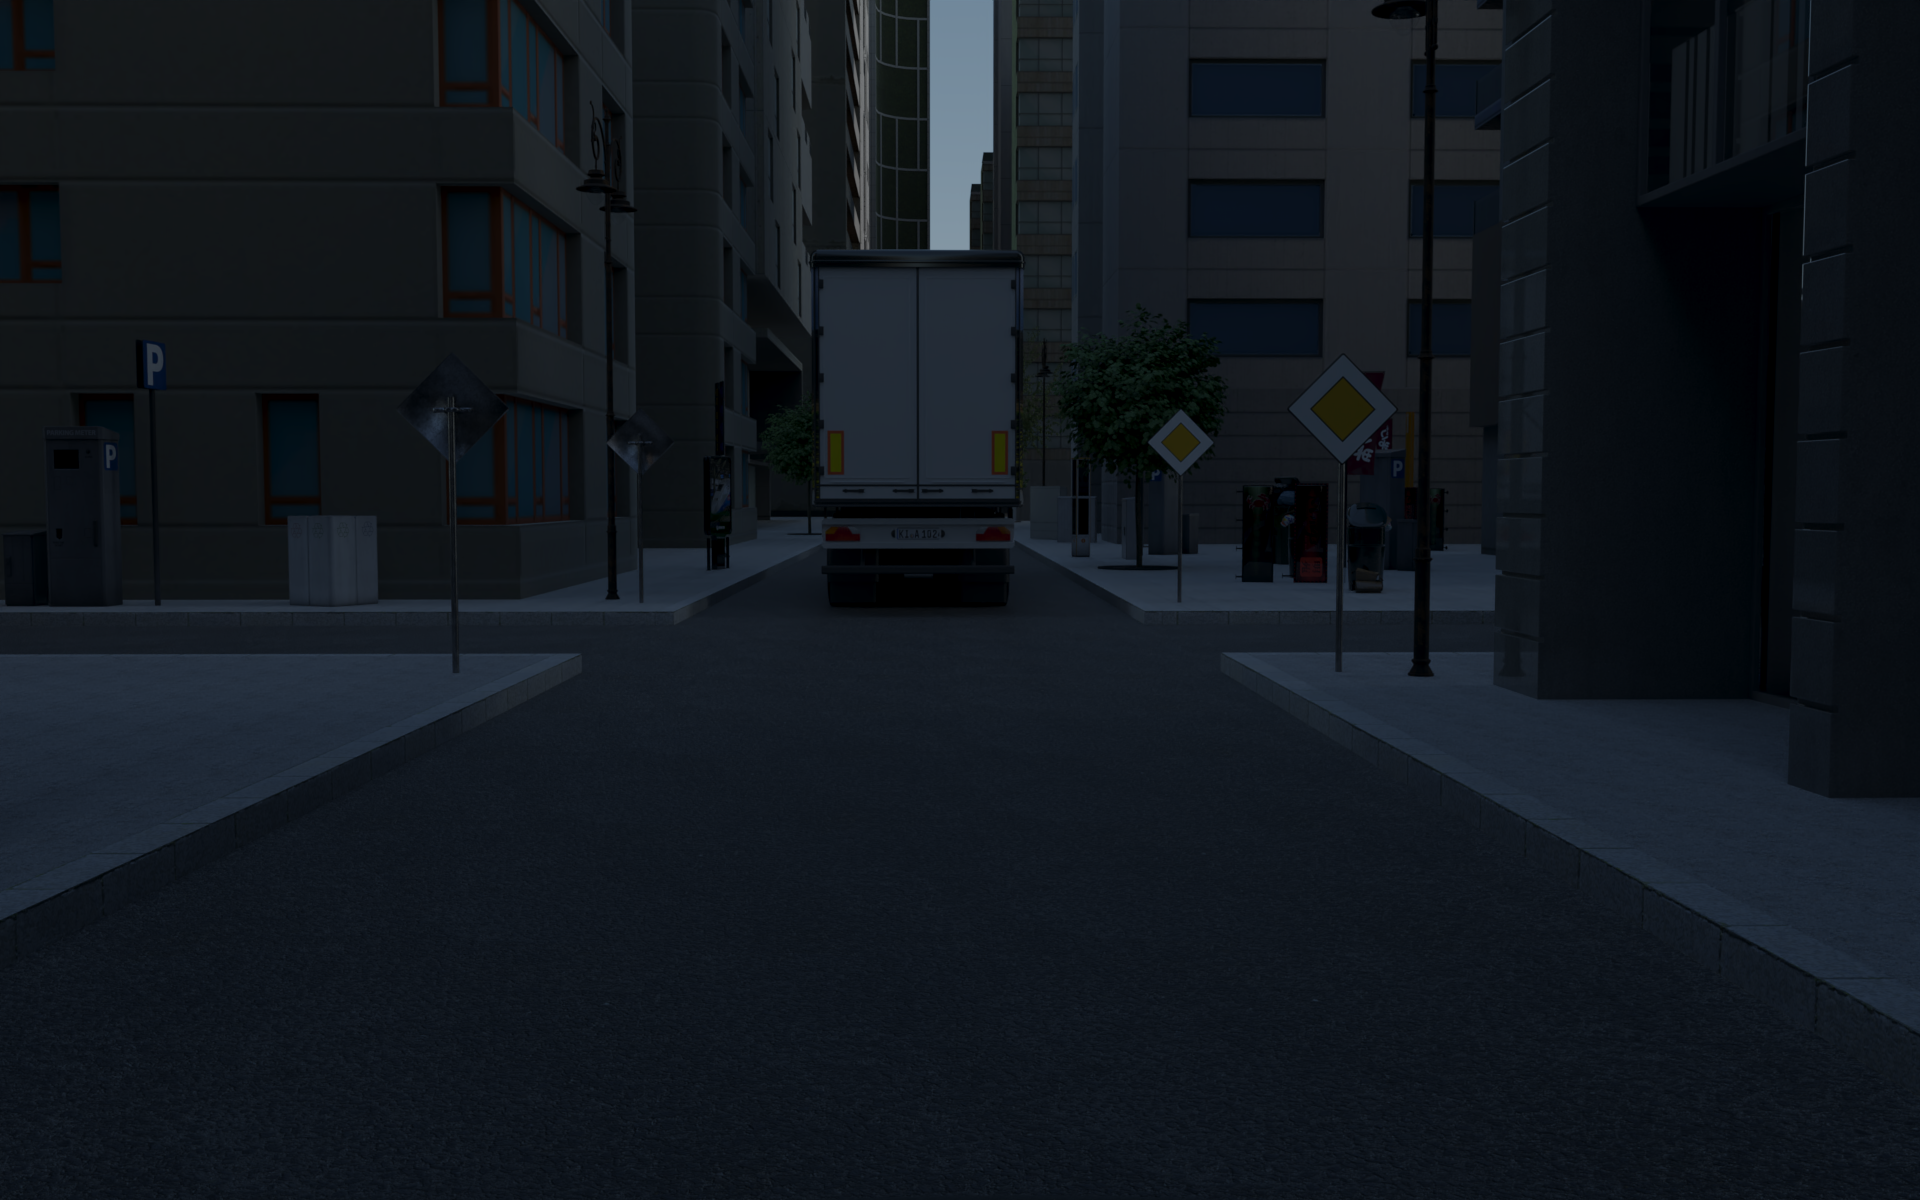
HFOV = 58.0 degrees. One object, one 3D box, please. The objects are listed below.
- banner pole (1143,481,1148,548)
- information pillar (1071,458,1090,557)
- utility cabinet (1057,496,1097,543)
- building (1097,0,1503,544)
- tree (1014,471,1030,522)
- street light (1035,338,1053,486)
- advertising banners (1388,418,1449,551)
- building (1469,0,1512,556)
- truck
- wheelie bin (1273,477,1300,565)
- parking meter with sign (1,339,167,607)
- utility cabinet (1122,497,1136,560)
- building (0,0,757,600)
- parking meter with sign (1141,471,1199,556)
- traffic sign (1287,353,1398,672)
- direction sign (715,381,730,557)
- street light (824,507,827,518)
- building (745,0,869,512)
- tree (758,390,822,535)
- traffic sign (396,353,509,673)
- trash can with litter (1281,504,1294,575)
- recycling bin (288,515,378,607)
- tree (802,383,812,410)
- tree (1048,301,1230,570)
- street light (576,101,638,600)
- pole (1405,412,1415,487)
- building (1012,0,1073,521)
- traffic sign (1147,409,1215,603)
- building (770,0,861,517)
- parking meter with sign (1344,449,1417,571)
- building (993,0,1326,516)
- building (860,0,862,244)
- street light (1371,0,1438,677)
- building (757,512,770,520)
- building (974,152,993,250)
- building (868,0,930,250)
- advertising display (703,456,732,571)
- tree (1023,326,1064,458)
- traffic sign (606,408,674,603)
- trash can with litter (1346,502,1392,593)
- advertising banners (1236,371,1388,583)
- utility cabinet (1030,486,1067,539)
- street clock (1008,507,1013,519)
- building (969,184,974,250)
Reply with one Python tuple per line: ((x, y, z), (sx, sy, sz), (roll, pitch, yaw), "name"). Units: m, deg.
((4.549, -3.168, 41.811), (0.401, 3.779, 0.863), (3, 5, 43), "banner pole")
((2.459, -1.879, 35.209), (0.304, 2.012, 0.304), (-1, 4, -16), "information pillar")
((3.097, -2.118, 45.793), (1.020, 1.237, 0.306), (1, 4, 15), "utility cabinet")
((14.256, -31.475, 56.619), (21.231, 58.520, 28.212), (0, 4, -1), "building")
((2.283, -5.132, 78.506), (1.663, 3.219, 1.824), (0, 3, 0), "tree")
((2.493, -4.813, 51.478), (0.468, 5.910, 1.993), (0, 4, -1), "street light")
((10.277, -2.653, 39.565), (0.090, 3.025, 2.074), (-3, 4, -37), "advertising banners")
((17.977, -23.157, 28.734), (14.200, 45.320, 14.600), (0, 4, -1), "building")
((-0.604, -2.237, 25.494), (2.839, 4.237, 11.283), (0, 4, -1), "truck")
((5.966, -1.451, 31.639), (0.693, 1.594, 0.980), (-2, 4, -28), "wheelie bin")
((-10.048, -1.441, 19.828), (1.738, 3.016, 0.543), (0, 4, 0), "parking meter with sign")
((3.378, -1.416, 34.307), (0.306, 1.237, 1.020), (0, 4, 1), "utility cabinet")
((-19.417, -11.594, 34.594), (27.650, 21.520, 28.899), (0, 4, -1), "building")
((4.368, -2.466, 36.587), (1.738, 3.016, 0.543), (-3, 5, -45), "parking meter with sign")
((2.732, -0.538, 12.446), (0.795, 2.450, 0.064), (0, 4, -1), "traffic sign")
((-4.865, -2.637, 35.107), (0.379, 3.537, 0.876), (-1, 4, -18), "direction sign")
((-4.939, -5.546, 63.473), (0.468, 5.910, 1.993), (0, 4, -1), "street light")
((-21.589, -34.635, 155.519), (27.495, 52.752, 28.713), (0, 4, -1), "building")
((-4.680, -4.345, 54.749), (4.285, 4.588, 4.351), (0, 3, 0), "tree")
((-3.612, -0.533, 12.358), (0.795, 2.450, 0.064), (0, 4, -1), "traffic sign")
((5.282, -0.944, 26.818), (0.624, 1.170, 1.055), (1, 4, 10), "trash can with litter")
((-7.272, -0.461, 20.098), (0.722, 1.027, 0.722), (2, 4, 27), "recycling bin")
((-6.203, -8.492, 89.203), (4.360, 8.622, 3.978), (0, 3, 0), "tree")
((3.137, -2.815, 29.733), (4.285, 4.588, 4.351), (0, 3, 0), "tree")
((-4.232, -2.944, 20.923), (0.468, 5.910, 1.993), (0, 4, -1), "street light")
((11.177, -3.012, 43.088), (0.158, 3.312, 0.155), (0, 3, 0), "pole")
((9.575, -24.747, 88.206), (14.154, 41.232, 14.086), (0, 4, -1), "building")
((2.594, -1.027, 20.430), (0.795, 2.450, 0.064), (0, 4, -1), "traffic sign")
((-17.126, -29.466, 105.479), (21.300, 48.544, 21.600), (0, 4, -1), "building")
((7.164, -2.027, 29.404), (0.543, 3.016, 1.738), (-2, 4, -34), "parking meter with sign")
((12.918, -35.801, 127.353), (21.231, 58.520, 28.212), (0, 4, -1), "building")
((-14.325, -26.921, 123.756), (14.154, 41.232, 14.086), (0, 4, -1), "building")
((3.256, -2.402, 12.054), (0.468, 5.910, 1.993), (0, 4, -1), "street light")
((-20.166, -29.390, 69.762), (28.713, 52.752, 27.495), (0, 4, -1), "building")
((8.724, -23.092, 149.261), (14.160, 30.474, 14.107), (0, 4, -1), "building")
((-13.547, -45.887, 188.496), (20.611, 71.187, 20.563), (0, 4, -1), "building")
((-4.111, -1.481, 29.421), (0.123, 1.923, 0.974), (1, 4, 14), "advertising display")
((2.415, -7.595, 74.539), (4.737, 8.622, 4.395), (0, 3, 0), "tree")
((-3.749, -1.021, 20.341), (0.795, 2.450, 0.064), (0, 4, -1), "traffic sign")
((5.417, -0.697, 22.782), (0.624, 1.170, 1.055), (0, 4, 7), "trash can with litter")
((5.030, -1.758, 24.923), (2.074, 3.025, 0.090), (1, 4, 12), "advertising banners")
((2.511, -2.462, 48.939), (0.318, 1.500, 1.173), (-3, 5, -43), "utility cabinet")
((1.850, -3.613, 63.645), (0.471, 2.002, 0.358), (-1, 4, -13), "street clock")
((7.856, -23.973, 163.665), (14.160, 30.474, 14.107), (0, 4, -1), "building")
